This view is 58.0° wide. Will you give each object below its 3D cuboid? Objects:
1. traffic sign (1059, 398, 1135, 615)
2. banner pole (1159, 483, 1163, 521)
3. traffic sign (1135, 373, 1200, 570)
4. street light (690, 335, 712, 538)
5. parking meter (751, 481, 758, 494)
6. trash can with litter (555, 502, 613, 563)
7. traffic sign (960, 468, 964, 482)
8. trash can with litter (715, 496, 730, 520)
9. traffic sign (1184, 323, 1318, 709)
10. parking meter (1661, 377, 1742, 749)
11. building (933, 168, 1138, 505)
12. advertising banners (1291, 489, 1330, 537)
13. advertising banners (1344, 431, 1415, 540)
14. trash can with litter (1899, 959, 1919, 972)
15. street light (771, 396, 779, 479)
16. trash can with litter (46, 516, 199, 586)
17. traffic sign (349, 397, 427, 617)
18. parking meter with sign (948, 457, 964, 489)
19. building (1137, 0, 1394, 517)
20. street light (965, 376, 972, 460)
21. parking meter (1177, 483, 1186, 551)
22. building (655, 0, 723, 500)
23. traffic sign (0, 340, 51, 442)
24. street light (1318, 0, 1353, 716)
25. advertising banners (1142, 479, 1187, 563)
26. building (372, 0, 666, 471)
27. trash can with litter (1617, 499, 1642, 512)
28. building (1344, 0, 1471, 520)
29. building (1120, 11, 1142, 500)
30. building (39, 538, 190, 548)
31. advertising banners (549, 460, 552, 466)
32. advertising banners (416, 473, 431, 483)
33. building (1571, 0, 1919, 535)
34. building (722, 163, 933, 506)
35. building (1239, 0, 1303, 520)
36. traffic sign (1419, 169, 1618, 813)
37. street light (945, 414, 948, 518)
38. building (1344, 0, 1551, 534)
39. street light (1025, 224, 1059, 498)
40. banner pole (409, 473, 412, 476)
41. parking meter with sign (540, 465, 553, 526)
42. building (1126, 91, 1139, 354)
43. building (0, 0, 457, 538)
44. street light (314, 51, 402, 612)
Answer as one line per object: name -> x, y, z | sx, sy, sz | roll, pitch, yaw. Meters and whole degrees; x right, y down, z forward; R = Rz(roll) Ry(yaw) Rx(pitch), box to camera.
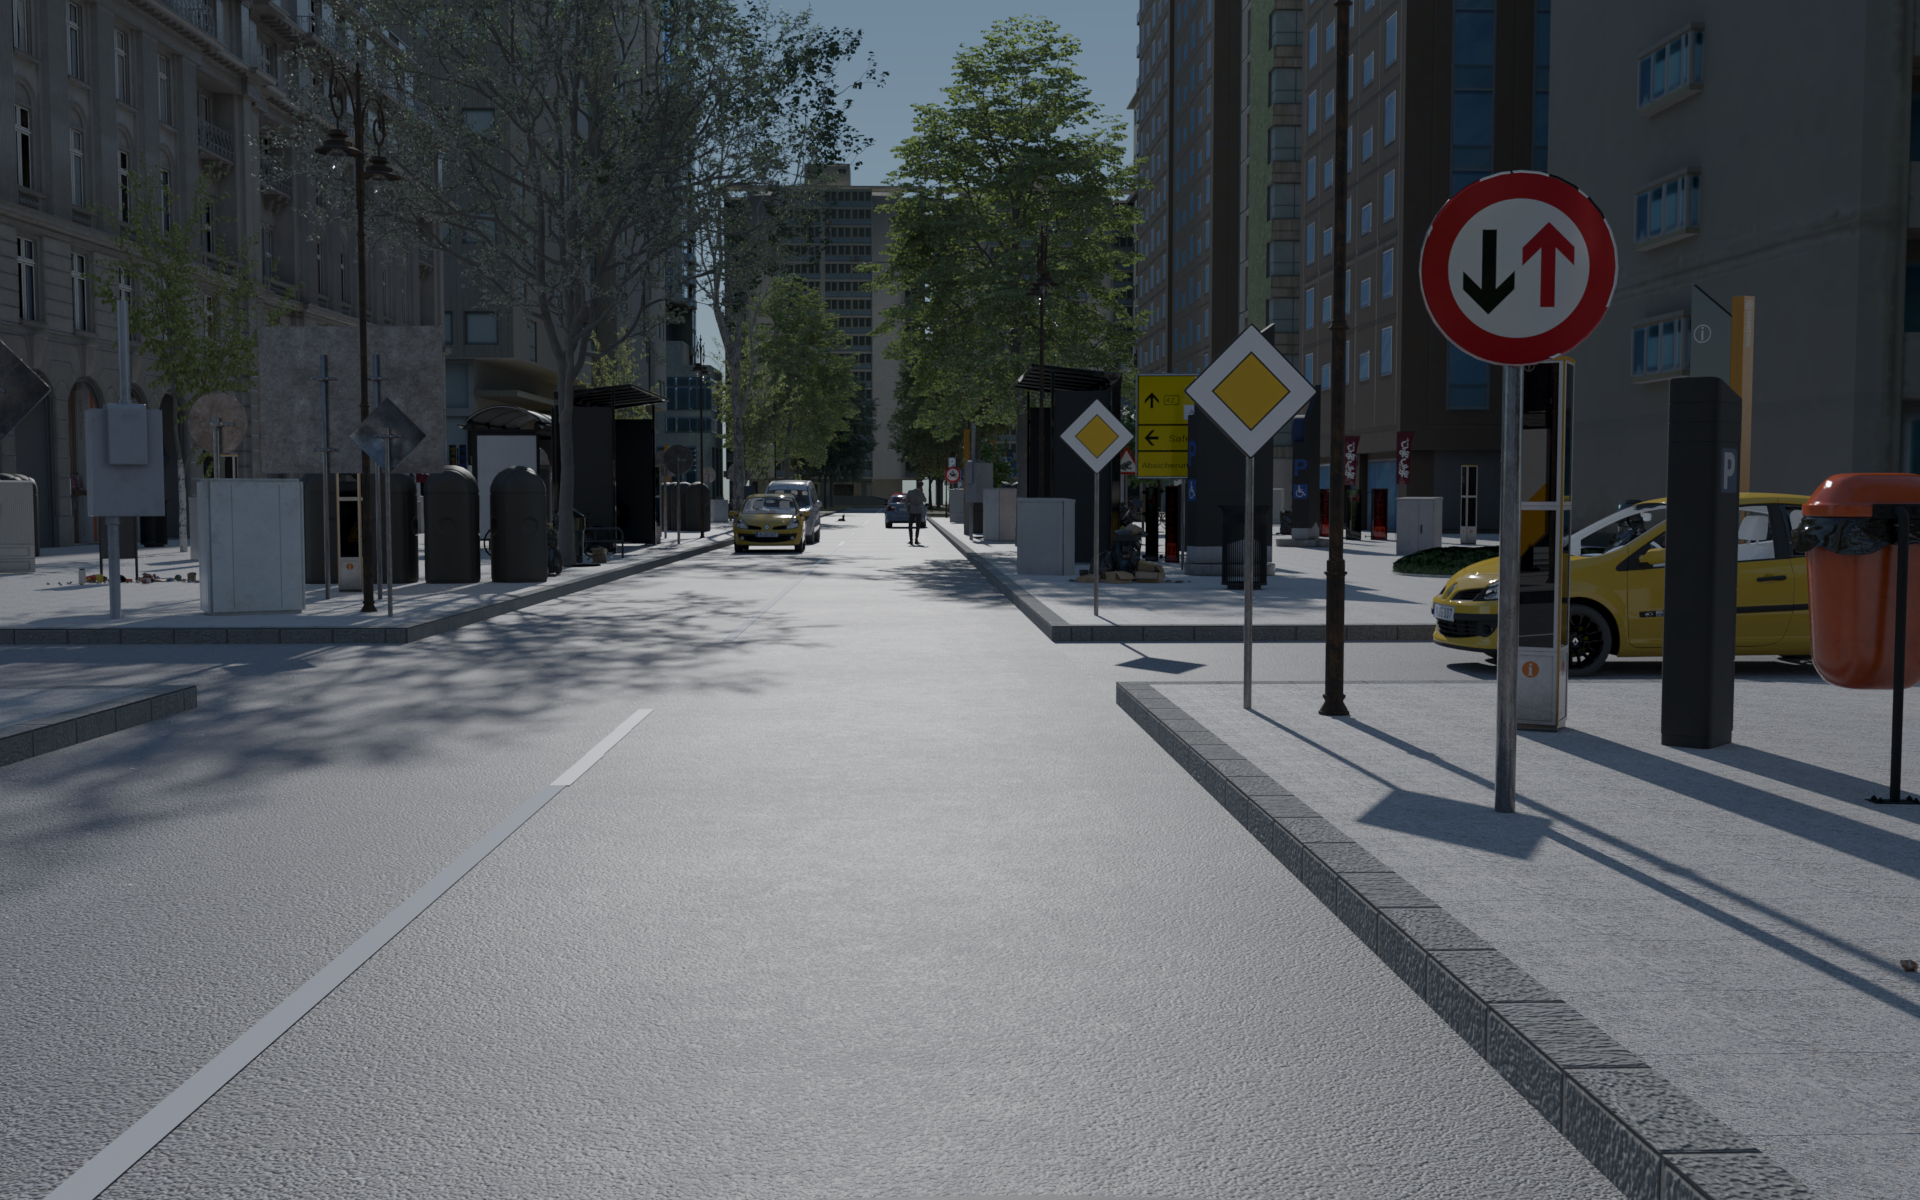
traffic sign -> 1.438, -0.895, 18.280 | 0.795, 2.450, 0.064 | 0, 4, -2
banner pole -> 9.676, -5.704, 83.277 | 0.401, 3.779, 0.863 | 1, 4, 16
traffic sign -> 4.089, -2.160, 29.184 | 2.265, 3.308, 0.079 | 0, 4, 3
street light -> -7.530, -4.750, 50.451 | 0.468, 5.910, 1.993 | 0, 4, -2
parking meter -> -9.436, -4.522, 79.642 | 0.255, 1.863, 0.399 | -1, 4, -17
trash can with litter -> -7.018, -1.280, 32.313 | 1.055, 1.170, 0.624 | -1, 4, -11
traffic sign -> 0.353, -4.939, 80.851 | 0.768, 2.556, 0.104 | 0, 4, 8
trash can with litter -> -11.940, -4.512, 84.823 | 2.233, 1.210, 1.678 | 3, 5, 39
traffic sign -> 1.717, -0.407, 10.300 | 0.795, 2.450, 0.064 | 0, 4, -2
parking meter -> 3.793, -0.192, 8.858 | 0.255, 1.863, 0.399 | 3, 5, 42
building -> 8.423, -31.550, 207.726 | 23.993, 40.220, 32.217 | 0, 4, -2
advertising banners -> 10.942, -3.401, 51.796 | 2.074, 3.025, 0.090 | 0, 4, -5
advertising banners -> 11.679, -3.188, 48.305 | 2.074, 3.025, 0.090 | -1, 4, -9
trash can with litter -> 3.785, 0.391, 4.665 | 2.233, 1.210, 1.678 | 2, 4, 26
street light -> -8.717, -6.659, 81.668 | 0.468, 5.910, 1.993 | 0, 4, -2
trash can with litter -> -11.834, -0.858, 25.081 | 2.233, 1.210, 1.678 | 0, 4, -4
traffic sign -> -5.952, -0.881, 18.044 | 0.795, 2.450, 0.064 | 0, 4, -2
parking meter with sign -> 0.262, -5.309, 83.064 | 1.738, 3.016, 0.543 | -3, 5, -43
building -> 19.957, -28.598, 117.690 | 14.600, 45.320, 14.200 | 0, 4, -2
street light -> 0.308, -5.443, 61.786 | 0.468, 5.910, 1.993 | 0, 4, -2
parking meter -> 5.065, -1.876, 39.086 | 0.372, 1.533, 0.369 | 0, 3, 0
building -> -43.350, -54.142, 197.894 | 31.000, 86.520, 22.319 | 0, 4, -2
traffic sign -> -5.674, -0.393, 10.063 | 0.795, 2.450, 0.064 | 0, 4, -2
street light -> 2.179, -2.271, 9.915 | 0.468, 5.910, 1.993 | 0, 4, -2
advertising banners -> 3.959, -2.211, 32.339 | 0.090, 3.025, 2.074 | -2, 4, -24
building -> -38.602, -33.644, 139.321 | 27.495, 52.752, 28.713 | 0, 4, -2
trash can with litter -> 13.569, -1.448, 35.054 | 0.624, 1.170, 1.055 | 2, 4, 35
building -> 20.738, -27.730, 103.502 | 14.600, 45.320, 14.200 | 0, 4, -2
building -> 22.653, -50.546, 139.097 | 22.319, 86.520, 31.000 | 0, 4, -2
building -> -27.538, -12.268, 42.376 | 13.314, 21.916, 24.055 | 0, 4, -2
advertising banners -> -21.769, -5.720, 89.702 | 2.074, 3.025, 0.090 | 0, 4, 4
advertising banners -> -13.524, -2.771, 41.492 | 2.074, 3.025, 0.090 | -3, 5, -41
building -> 26.033, -25.492, 40.500 | 21.600, 48.544, 21.300 | 0, 4, -2
building -> -15.773, -31.461, 206.262 | 23.993, 40.220, 32.217 | 0, 4, -2
building -> 20.636, -24.466, 83.610 | 14.154, 41.232, 14.086 | 0, 4, -2
traffic sign -> 2.202, -0.417, 6.920 | 0.768, 2.556, 0.104 | 0, 4, 5
street light -> -0.737, -7.353, 93.009 | 0.468, 5.910, 1.993 | 0, 4, -2
building -> 20.684, -25.154, 61.372 | 14.600, 45.320, 14.200 | 0, 4, -2
street light -> 1.413, -3.500, 30.009 | 0.468, 5.910, 1.993 | 0, 4, -2
banner pole -> -14.303, -3.315, 44.215 | 0.401, 3.779, 0.863 | 2, 4, 33
parking meter with sign -> -11.063, -3.008, 45.436 | 1.738, 3.016, 0.543 | 0, 4, -4
building -> 35.197, -37.714, 205.854 | 27.495, 52.752, 28.713 | 0, 4, -2
building -> -28.727, -13.735, 66.359 | 13.314, 21.916, 24.055 | 0, 4, -2
street light -> -6.447, -2.809, 18.712 | 0.468, 5.910, 1.993 | 0, 4, -2
